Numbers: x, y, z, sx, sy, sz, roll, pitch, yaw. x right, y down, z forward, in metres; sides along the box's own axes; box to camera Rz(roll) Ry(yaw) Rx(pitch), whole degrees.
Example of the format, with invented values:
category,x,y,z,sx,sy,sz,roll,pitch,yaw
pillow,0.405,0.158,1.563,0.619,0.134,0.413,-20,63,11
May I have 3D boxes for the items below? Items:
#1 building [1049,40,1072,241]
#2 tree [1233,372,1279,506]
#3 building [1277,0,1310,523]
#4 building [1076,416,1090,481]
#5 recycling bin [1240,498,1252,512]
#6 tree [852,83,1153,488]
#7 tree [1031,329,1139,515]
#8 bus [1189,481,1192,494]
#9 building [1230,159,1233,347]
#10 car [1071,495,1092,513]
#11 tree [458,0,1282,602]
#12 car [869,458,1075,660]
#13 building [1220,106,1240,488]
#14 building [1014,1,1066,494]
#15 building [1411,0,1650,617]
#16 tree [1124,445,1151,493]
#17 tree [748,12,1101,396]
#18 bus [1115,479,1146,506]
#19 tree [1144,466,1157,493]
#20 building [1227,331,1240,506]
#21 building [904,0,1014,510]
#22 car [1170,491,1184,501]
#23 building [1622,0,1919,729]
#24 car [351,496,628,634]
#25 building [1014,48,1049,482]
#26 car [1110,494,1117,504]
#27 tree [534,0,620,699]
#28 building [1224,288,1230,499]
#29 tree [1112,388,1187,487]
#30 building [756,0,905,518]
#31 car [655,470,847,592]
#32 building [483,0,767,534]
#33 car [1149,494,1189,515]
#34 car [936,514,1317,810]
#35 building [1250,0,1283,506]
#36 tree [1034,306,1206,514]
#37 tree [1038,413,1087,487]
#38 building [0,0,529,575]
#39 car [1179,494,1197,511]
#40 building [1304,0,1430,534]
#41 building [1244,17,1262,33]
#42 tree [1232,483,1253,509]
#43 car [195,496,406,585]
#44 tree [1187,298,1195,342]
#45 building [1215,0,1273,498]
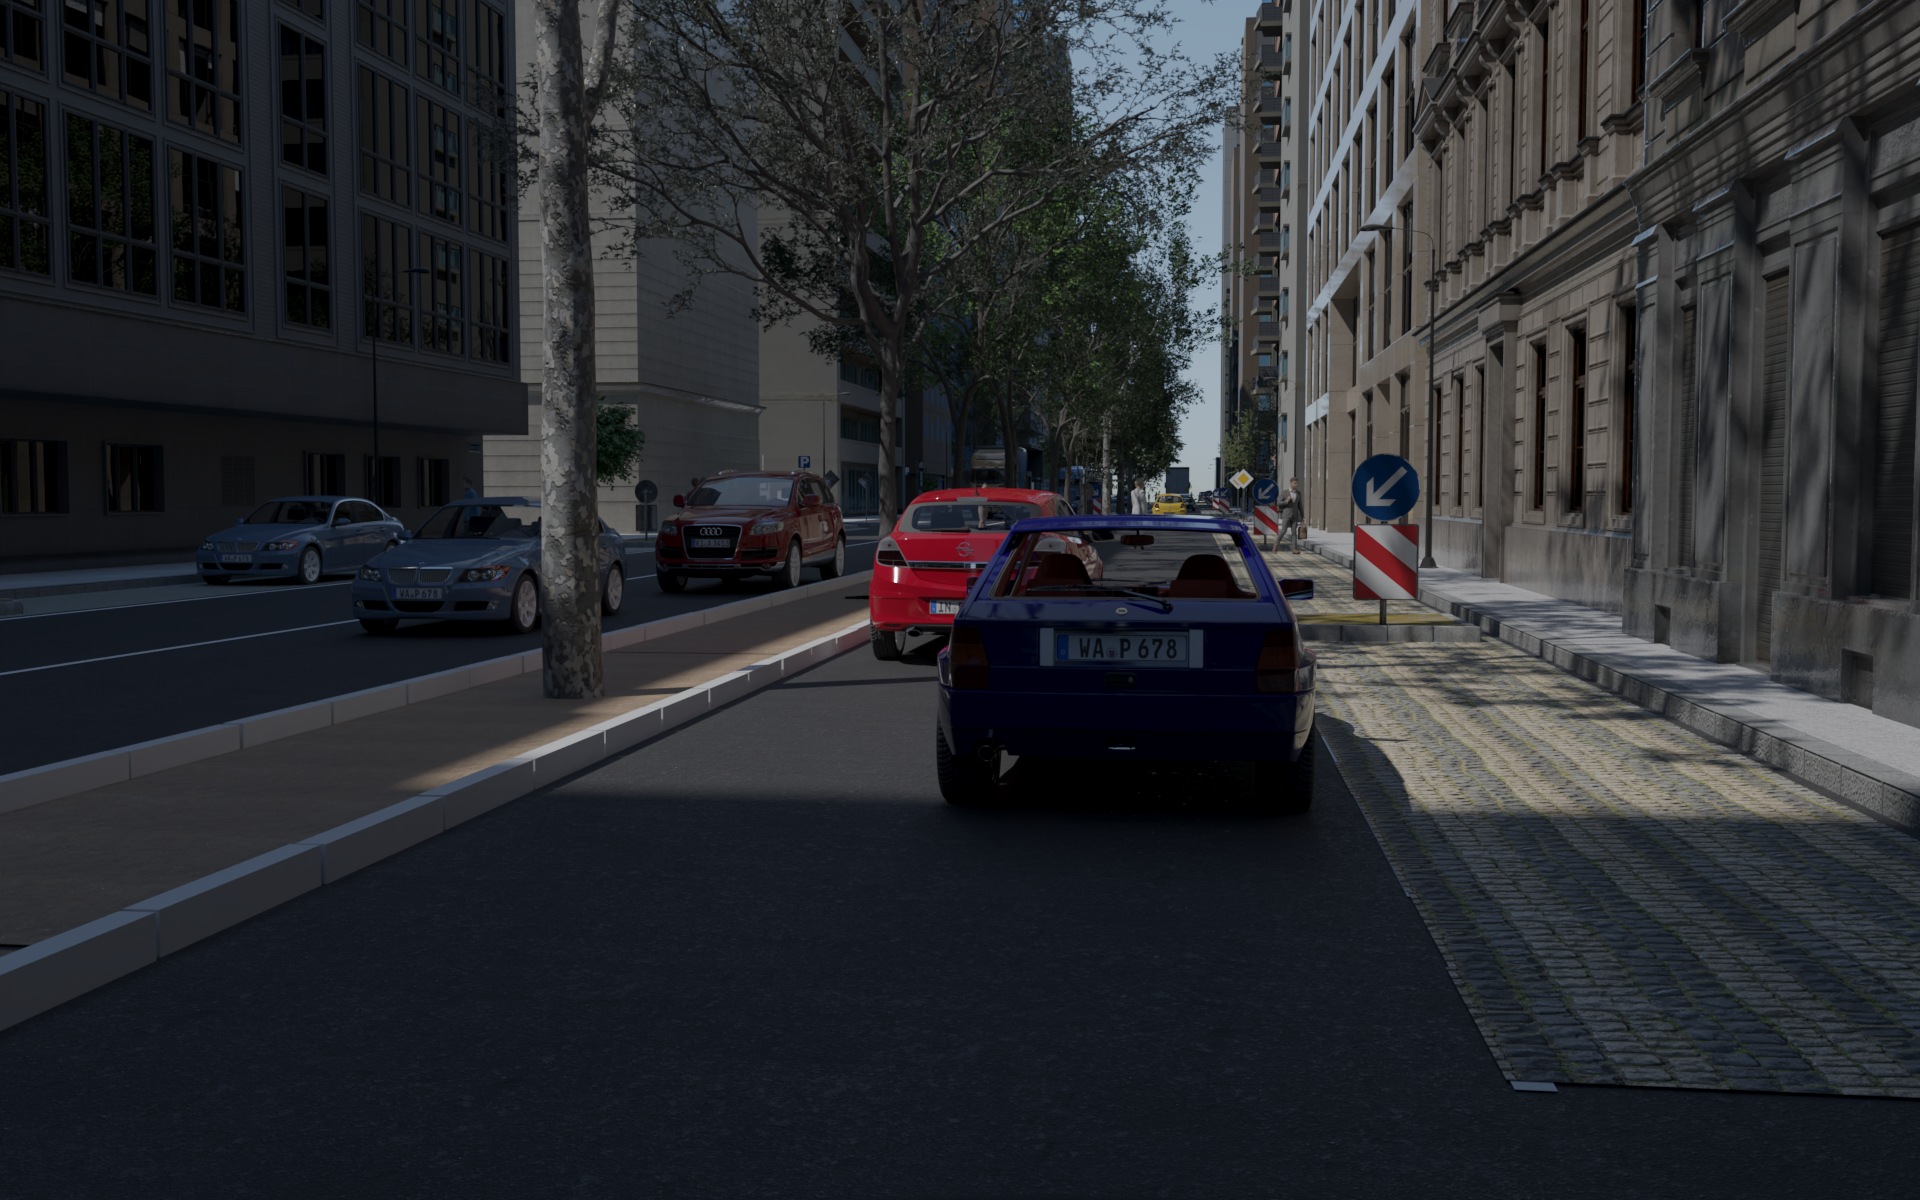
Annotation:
category,x,y,z,sx,sy,sz,roll,pitch,yaw
building,9.550,-51.388,278.441,20.563,71.187,20.611,0,4,8
tree,18.417,-9.486,105.461,4.360,8.622,3.978,0,3,0
building,26.768,-28.232,85.288,21.600,48.544,21.300,0,4,8
building,15.098,-39.517,296.220,14.600,45.320,14.200,0,4,8
recycling bin,20.184,-6.698,122.061,0.722,1.027,0.722,0,4,-1
tree,1.161,-6.977,42.284,9.928,11.665,9.643,0,3,0
tree,4.707,-6.952,66.480,4.360,8.622,3.978,0,3,0
bus,34.547,-17.010,269.660,2.896,3.916,12.252,1,4,9
building,41.017,-34.703,217.497,14.600,45.320,14.200,0,4,8
car,9.506,-7.386,132.766,2.014,1.417,4.499,1,4,8
tree,-0.979,-6.751,23.212,12.009,13.543,11.850,0,3,0
car,0.353,-0.447,16.346,2.155,1.783,4.494,1,4,8
building,50.126,-44.028,261.850,21.231,58.520,28.212,0,4,8
building,5.098,-57.442,251.854,22.319,86.520,31.000,0,4,8
building,12.574,-9.776,24.460,10.561,19.102,19.286,0,4,8
tree,14.877,-11.621,142.815,4.737,8.622,4.395,0,3,0
tree,-0.174,-5.890,33.169,8.767,10.594,7.601,0,4,8
bus,20.479,-12.958,206.730,2.948,3.499,13.247,1,4,10
tree,9.890,-9.401,106.531,4.360,8.622,3.978,0,3,0
building,44.519,-21.449,195.731,27.650,21.520,28.899,0,4,8
building,-3.033,-30.360,146.494,14.600,45.320,14.200,0,4,8
car,15.841,-7.337,130.183,2.015,1.641,3.980,0,4,8
building,9.571,-9.587,5.894,9.793,20.994,18.267,0,4,8
car,-5.088,-0.447,19.316,2.014,1.417,4.499,0,4,7
building,-3.518,-38.000,210.533,28.713,52.752,27.495,0,4,8
car,22.452,-14.856,254.890,2.014,1.417,4.499,0,4,7
tree,-1.635,-9.312,10.600,12.611,20.169,13.585,0,3,0
building,43.987,-28.756,241.869,14.160,30.474,14.107,0,4,8
tree,15.595,-13.975,149.068,7.486,12.596,7.792,0,3,0
building,-15.405,-29.036,98.441,21.300,48.544,21.600,0,4,8
car,-3.150,-1.118,26.954,2.281,1.827,5.304,0,4,8
building,-30.505,-17.674,65.377,44.131,29.872,17.030,0,4,8
car,10.747,-4.817,88.979,2.015,1.641,3.980,0,4,6
car,0.938,0.202,9.284,1.945,1.354,3.894,0,4,8
building,32.140,-28.638,122.852,22.147,44.769,28.867,0,4,8
tree,9.239,-11.003,99.358,9.611,12.733,9.660,0,3,0
tree,13.375,-19.002,228.815,7.486,12.596,7.792,0,3,0
building,-19.561,-14.702,33.889,14.314,27.812,24.014,0,4,8
car,18.833,-8.169,145.353,2.131,1.459,4.920,0,4,8
building,20.965,-15.016,50.024,19.350,26.468,34.151,0,4,8
building,33.023,-31.202,160.263,14.600,45.320,14.200,0,4,8
tree,25.150,-9.750,154.009,1.663,3.219,1.824,0,3,0
car,-10.819,-1.024,28.741,2.014,1.417,4.499,0,4,8
tree,2.632,-6.983,51.047,8.767,10.594,7.601,0,4,8
building,54.687,-59.829,290.880,22.319,86.520,31.000,0,4,8
